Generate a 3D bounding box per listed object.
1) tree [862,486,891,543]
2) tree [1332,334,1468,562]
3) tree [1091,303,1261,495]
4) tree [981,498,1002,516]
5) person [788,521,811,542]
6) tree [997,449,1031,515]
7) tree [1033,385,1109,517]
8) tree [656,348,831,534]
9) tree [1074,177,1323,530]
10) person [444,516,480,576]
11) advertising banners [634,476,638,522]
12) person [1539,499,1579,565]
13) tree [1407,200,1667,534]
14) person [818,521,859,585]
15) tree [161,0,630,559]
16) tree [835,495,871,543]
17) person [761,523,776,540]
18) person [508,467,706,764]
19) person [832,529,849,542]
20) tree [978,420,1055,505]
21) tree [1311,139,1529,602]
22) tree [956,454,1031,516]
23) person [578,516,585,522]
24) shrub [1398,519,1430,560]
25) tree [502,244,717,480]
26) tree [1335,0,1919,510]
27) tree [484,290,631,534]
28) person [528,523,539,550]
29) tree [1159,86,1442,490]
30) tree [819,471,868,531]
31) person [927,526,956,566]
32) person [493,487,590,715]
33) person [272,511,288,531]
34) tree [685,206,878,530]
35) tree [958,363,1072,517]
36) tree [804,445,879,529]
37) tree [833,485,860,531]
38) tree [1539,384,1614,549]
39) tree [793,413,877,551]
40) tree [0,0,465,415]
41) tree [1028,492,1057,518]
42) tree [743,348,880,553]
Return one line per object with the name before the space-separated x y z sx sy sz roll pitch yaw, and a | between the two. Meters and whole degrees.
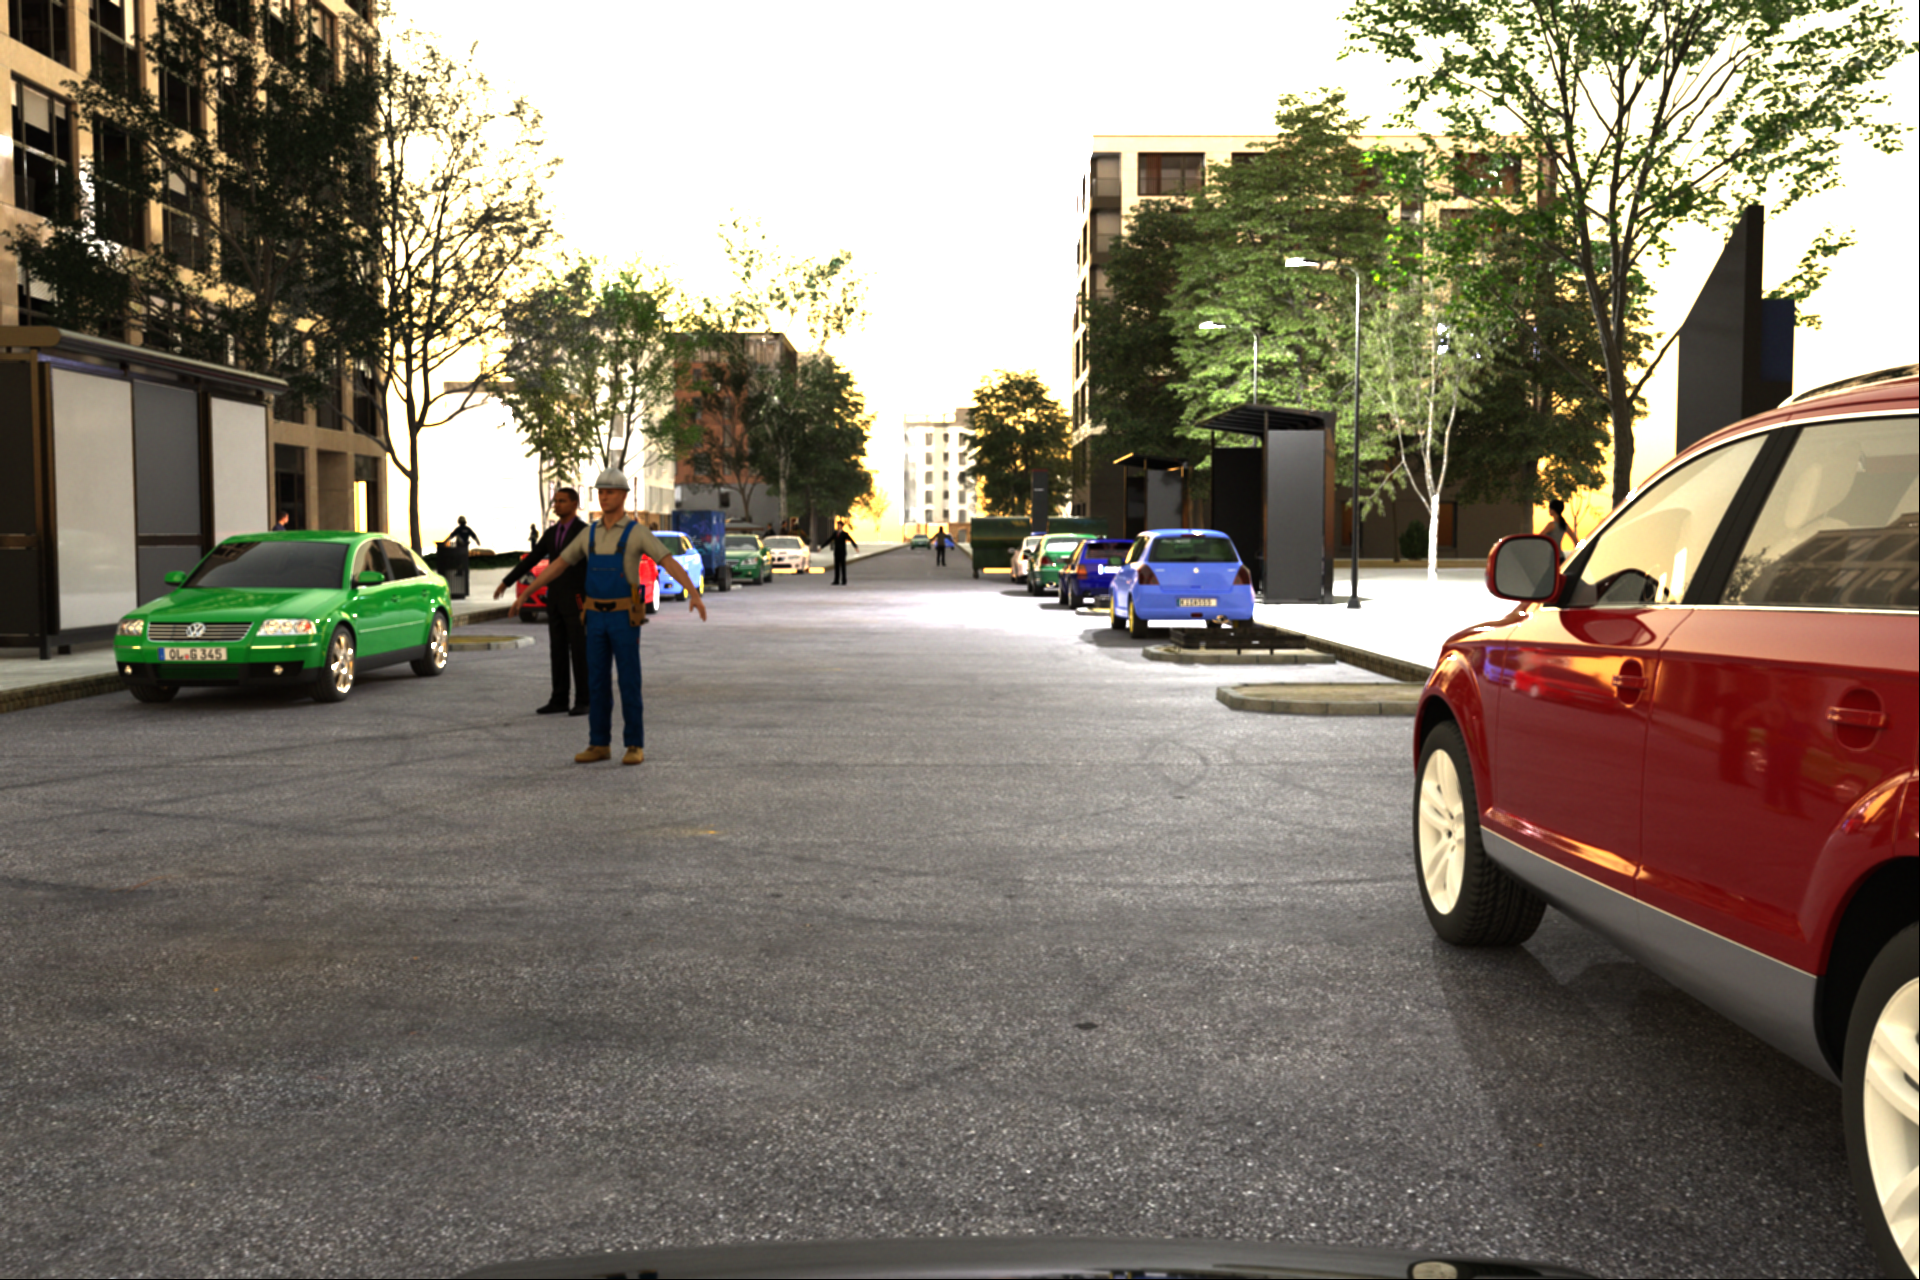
tree | -12.231 -18.701 256.117 4.737 8.622 4.395 0 3 0
tree | 19.526 -8.811 78.470 7.601 10.594 8.767 1 4 16
tree | 9.717 -9.124 74.940 9.928 11.665 9.643 0 3 0
tree | 5.145 -18.729 256.572 4.737 8.622 4.395 0 3 0
person | -7.212 -4.317 76.350 1.354 1.858 0.705 0 4 2
tree | 4.802 -11.714 141.878 4.360 8.622 3.978 0 3 0
tree | 5.317 -8.276 85.677 4.360 8.622 3.978 0 3 0
tree | -10.595 -9.298 86.434 8.767 10.594 7.601 -2 4 -26
tree | 8.584 -9.517 62.262 9.857 13.997 8.962 0 3 0
person | -15.242 -2.883 53.001 0.704 1.845 1.351 3 5 42
advertising banners | -9.834 -3.405 51.866 0.090 3.025 2.074 0 4 0
person | 7.685 -0.966 22.598 1.217 1.737 0.721 -2 4 -31
tree | 21.652 -9.753 66.115 9.857 13.997 8.962 0 3 0
person | -3.398 -2.458 48.834 1.347 1.806 0.705 2 4 28
tree | -12.695 -7.907 39.655 12.009 13.543 11.850 0 3 0
tree | -16.737 -20.088 262.856 7.601 10.594 8.767 1 4 9
person | -9.458 -4.892 85.914 0.705 1.837 1.347 -3 5 -42
person | -2.183 -0.156 10.861 1.347 1.847 0.705 1 4 16
person | -5.869 -4.796 84.377 0.705 1.833 1.349 2 4 31
tree | 5.181 -14.057 155.593 9.928 11.665 9.643 0 3 0
tree | 9.008 -5.025 32.518 4.360 8.622 3.978 0 3 0
tree | 4.109 -14.412 170.048 8.767 10.594 7.601 -1 4 -23
person | -7.201 -1.475 33.043 1.216 1.772 0.721 -3 4 -38
shrub | 22.321 -4.944 84.872 1.661 2.075 1.752 0 3 0
tree | -12.664 -8.390 62.939 9.928 11.665 9.643 0 3 0
tree | 8.812 -5.952 23.064 9.928 11.665 9.643 0 3 0
tree | -12.369 -6.241 52.408 4.737 8.622 4.395 0 3 0
person | -22.846 -5.314 92.662 0.705 1.856 1.354 0 4 0
tree | 8.704 -7.725 44.423 7.486 12.596 7.792 0 3 0
tree | -10.097 -11.944 145.654 4.737 8.622 4.395 0 3 0
person | -0.843 -4.241 77.922 1.348 1.813 0.705 -1 4 -19
person | -3.138 -0.313 13.795 1.346 1.802 0.704 2 4 28
person | -12.603 -1.542 32.169 0.530 1.710 0.541 0 4 5
tree | -11.981 -15.104 102.837 12.611 20.169 13.585 0 3 0
tree | 4.743 -13.569 128.511 9.857 13.997 8.962 0 3 0
tree | -10.674 -13.447 154.267 7.601 10.594 8.767 3 5 42
tree | -11.086 -12.979 162.573 4.737 8.622 4.395 0 3 0
tree | 27.605 -7.769 77.390 4.360 8.622 3.978 0 3 0
tree | -10.197 -12.224 134.281 8.767 10.594 7.601 3 4 37
tree | -12.292 -5.791 29.089 8.767 10.594 7.601 1 4 14
tree | 13.906 -20.921 260.184 7.486 12.596 7.792 0 3 0
tree | -10.178 -13.063 120.242 9.857 13.997 8.962 0 3 0
